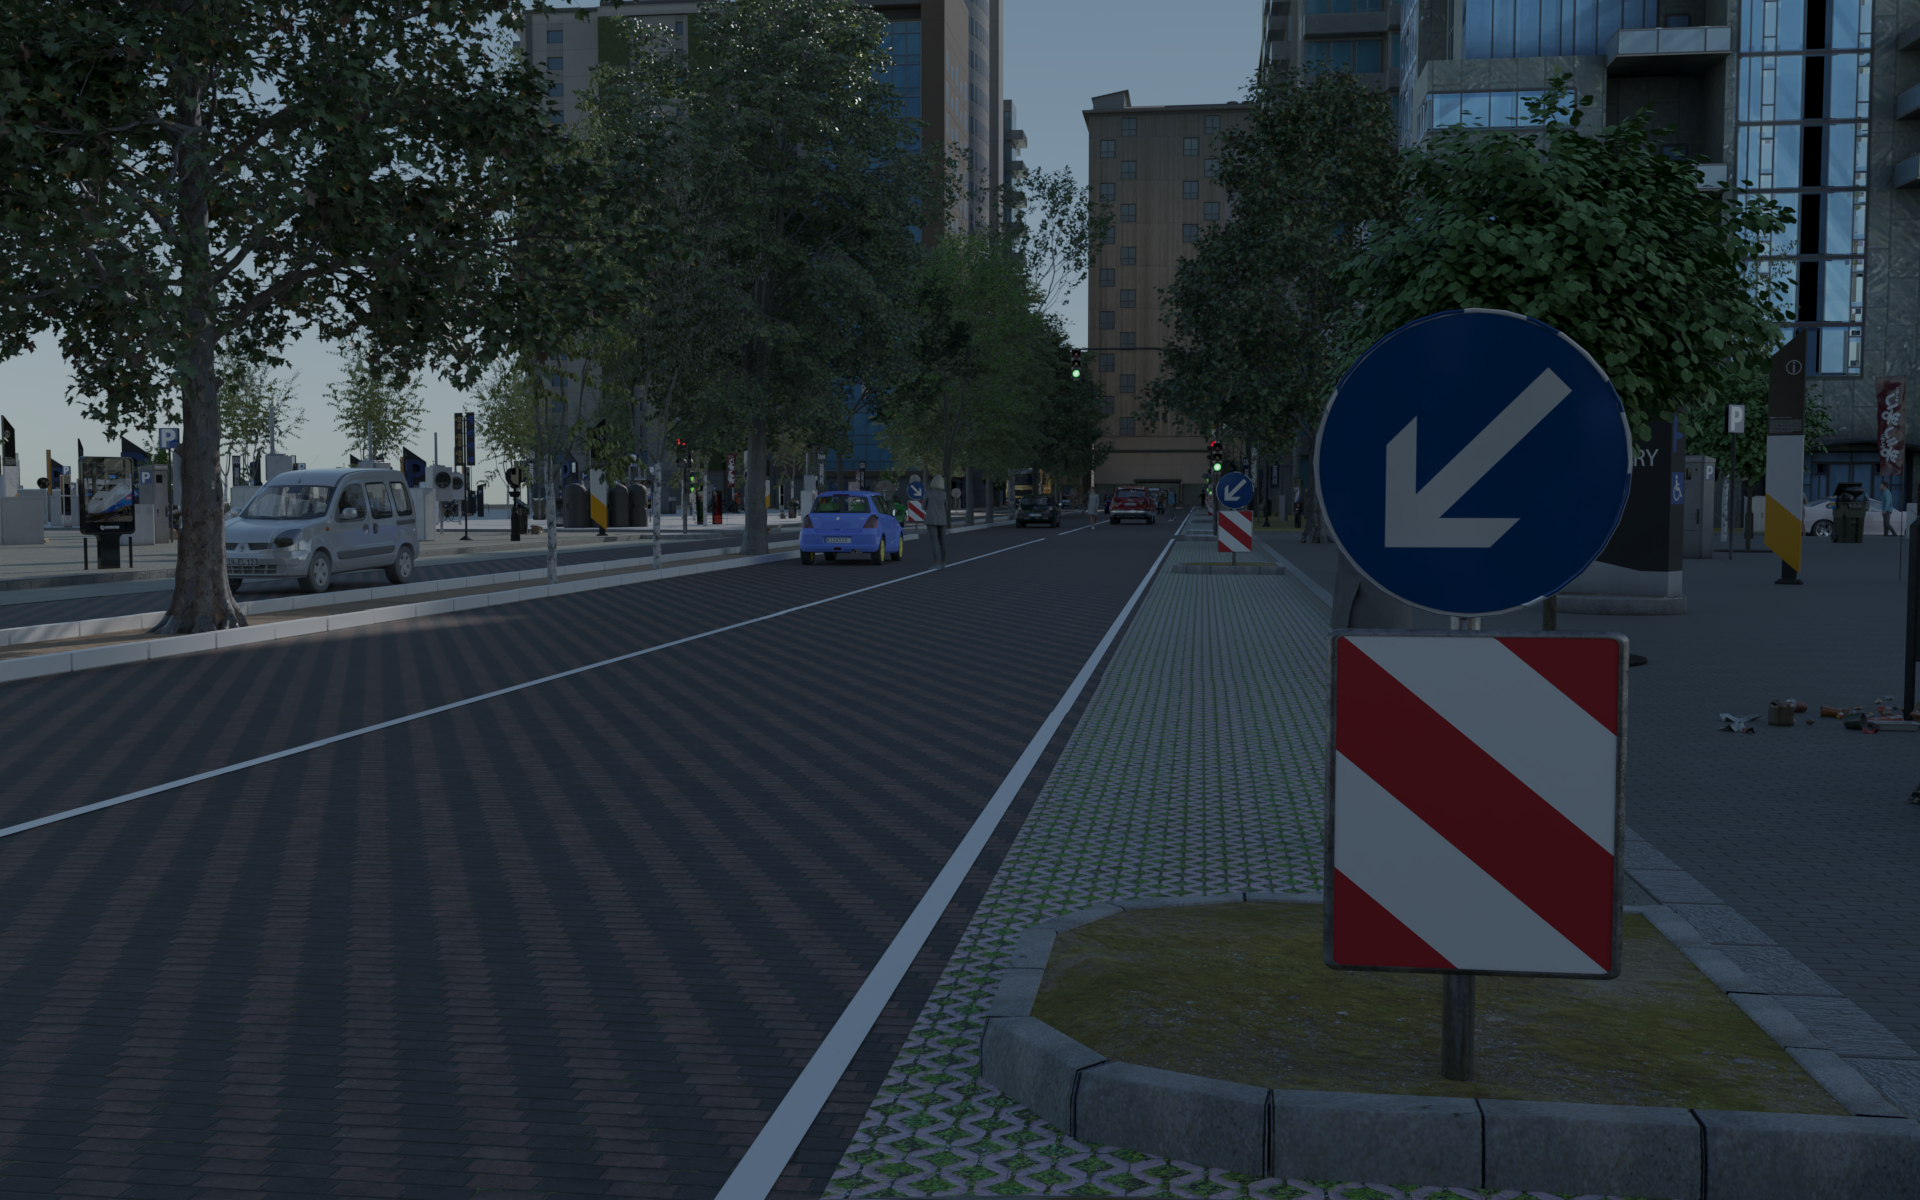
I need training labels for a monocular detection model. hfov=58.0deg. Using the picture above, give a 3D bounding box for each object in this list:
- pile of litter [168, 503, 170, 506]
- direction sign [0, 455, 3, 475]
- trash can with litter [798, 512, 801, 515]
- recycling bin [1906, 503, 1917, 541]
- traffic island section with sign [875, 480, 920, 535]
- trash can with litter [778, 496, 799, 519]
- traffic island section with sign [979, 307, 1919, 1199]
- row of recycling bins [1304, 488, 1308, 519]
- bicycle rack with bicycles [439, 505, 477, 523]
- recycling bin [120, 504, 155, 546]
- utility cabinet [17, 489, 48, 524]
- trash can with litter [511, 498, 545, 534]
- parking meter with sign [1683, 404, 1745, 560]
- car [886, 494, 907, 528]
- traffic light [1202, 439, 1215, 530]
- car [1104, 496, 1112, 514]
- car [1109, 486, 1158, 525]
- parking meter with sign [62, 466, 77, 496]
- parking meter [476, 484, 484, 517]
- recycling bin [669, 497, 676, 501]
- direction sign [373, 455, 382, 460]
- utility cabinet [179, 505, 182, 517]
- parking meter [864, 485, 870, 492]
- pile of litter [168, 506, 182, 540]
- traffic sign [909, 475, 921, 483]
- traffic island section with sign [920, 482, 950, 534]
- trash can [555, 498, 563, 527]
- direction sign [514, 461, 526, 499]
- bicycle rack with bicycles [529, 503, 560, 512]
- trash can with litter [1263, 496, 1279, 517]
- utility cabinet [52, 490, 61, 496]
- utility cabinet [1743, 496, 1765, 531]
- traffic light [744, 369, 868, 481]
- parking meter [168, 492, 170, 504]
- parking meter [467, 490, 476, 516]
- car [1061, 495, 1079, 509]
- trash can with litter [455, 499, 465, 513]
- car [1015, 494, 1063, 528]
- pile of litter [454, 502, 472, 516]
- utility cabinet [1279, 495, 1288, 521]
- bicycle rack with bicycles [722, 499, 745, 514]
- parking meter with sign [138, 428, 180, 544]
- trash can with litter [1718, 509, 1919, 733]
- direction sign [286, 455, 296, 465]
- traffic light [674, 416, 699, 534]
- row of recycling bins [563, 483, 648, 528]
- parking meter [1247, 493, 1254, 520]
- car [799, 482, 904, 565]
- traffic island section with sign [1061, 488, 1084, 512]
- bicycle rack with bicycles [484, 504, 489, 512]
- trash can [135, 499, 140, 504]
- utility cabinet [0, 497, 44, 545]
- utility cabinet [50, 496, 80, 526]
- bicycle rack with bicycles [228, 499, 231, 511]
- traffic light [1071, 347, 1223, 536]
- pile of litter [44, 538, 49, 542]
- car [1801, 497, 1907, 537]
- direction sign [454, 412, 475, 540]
[{"bbox_3d":[-43.678,-4.968,95.189,1.719,0.858,1.176,-1,4,-15],"label":"pile of litter"},{"bbox_3d":[-55.586,-6.646,100.660,0.876,3.537,0.379,-1,4,-17],"label":"direction sign"},{"bbox_3d":[-8.856,-5.670,103.763,2.233,1.210,1.678,1,4,15],"label":"trash can with litter"},{"bbox_3d":[26.582,-2.146,47.641,0.722,1.027,0.722,-1,4,-16],"label":"recycling bin"},{"bbox_3d":[-2.507,-2.880,55.217,2.006,1.907,1.989,0,4,8],"label":"traffic island section with sign"},{"bbox_3d":[-8.990,-4.847,90.635,1.055,1.170,0.624,-1,4,-16],"label":"trash can with litter"},{"bbox_3d":[1.094,0.253,4.493,1.989,1.847,2.006,0,4,8],"label":"traffic island section with sign"},{"bbox_3d":[18.184,-4.895,87.140,1.069,1.692,3.534,0,4,-5],"label":"row of recycling bins"},{"bbox_3d":[-23.982,-4.008,78.916,2.925,0.926,2.852,1,4,13],"label":"bicycle rack with bicycles"},{"bbox_3d":[-20.619,-1.873,43.175,0.722,1.027,0.722,1,4,21],"label":"recycling bin"},{"bbox_3d":[-38.764,-3.890,72.273,1.173,1.500,0.318,-1,4,-22],"label":"utility cabinet"},{"bbox_3d":[-13.771,-2.682,55.236,1.055,1.170,0.624,0,4,6],"label":"trash can with litter"},{"bbox_3d":[14.639,-2.341,34.544,0.543,3.016,1.738,-2,4,-35],"label":"parking meter with sign"},{"bbox_3d":[-3.225,-3.597,67.603,1.959,1.807,4.718,0,4,8],"label":"car"},{"bbox_3d":[9.012,-4.428,61.317,0.839,4.253,0.868,0,4,8],"label":"traffic light"},{"bbox_3d":[11.463,-6.944,126.109,1.945,1.354,3.894,1,4,9],"label":"car"},{"bbox_3d":[8.315,-4.554,83.131,2.281,1.827,5.304,1,4,9],"label":"car"},{"bbox_3d":[-55.014,-6.831,107.944,0.543,3.016,1.738,1,4,15],"label":"parking meter with sign"},{"bbox_3d":[-27.042,-5.620,97.594,0.399,1.863,0.255,-1,4,-14],"label":"parking meter"},{"bbox_3d":[-23.622,-7.865,141.151,0.722,1.027,0.722,2,4,31],"label":"recycling bin"},{"bbox_3d":[-33.446,-6.573,99.472,0.379,3.537,0.876,2,4,32],"label":"direction sign"},{"bbox_3d":[-43.427,-5.282,97.524,1.020,1.237,0.306,-3,5,-41],"label":"utility cabinet"},{"bbox_3d":[-6.193,-6.703,115.297,0.399,1.863,0.255,-2,4,-27],"label":"parking meter"},{"bbox_3d":[-22.495,-2.151,49.133,1.719,0.858,1.176,3,5,42],"label":"pile of litter"},{"bbox_3d":[-2.941,-6.881,112.616,0.768,2.556,0.104,1,4,15],"label":"traffic sign"},{"bbox_3d":[-1.470,-3.328,62.551,2.006,1.907,1.989,0,4,8],"label":"traffic island section with sign"},{"bbox_3d":[-15.664,-3.419,67.557,0.748,1.137,0.748,0,3,0],"label":"trash can"},{"bbox_3d":[-29.954,-7.708,118.021,0.876,3.537,0.379,0,4,5],"label":"direction sign"},{"bbox_3d":[-29.386,-6.848,125.351,2.925,0.926,2.852,1,4,12],"label":"bicycle rack with bicycles"},{"bbox_3d":[17.763,-5.337,98.648,1.055,1.170,0.624,1,4,13],"label":"trash can with litter"},{"bbox_3d":[-45.009,-4.741,86.199,1.173,1.500,0.318,2,4,29],"label":"utility cabinet"},{"bbox_3d":[27.459,-2.973,59.771,1.020,1.237,0.306,-3,4,-36],"label":"utility cabinet"},{"bbox_3d":[-5.655,-5.426,63.383,4.771,5.953,1.251,0,4,8],"label":"traffic light"},{"bbox_3d":[-53.088,-6.746,116.007,0.399,1.863,0.255,3,5,42],"label":"parking meter"},{"bbox_3d":[-32.095,-6.468,114.155,0.372,1.533,0.369,0,3,0],"label":"parking meter"},{"bbox_3d":[10.852,-9.798,172.771,1.945,1.354,3.894,1,4,9],"label":"car"},{"bbox_3d":[-30.690,-5.862,107.227,0.624,1.170,1.055,2,4,34],"label":"trash can with litter"},{"bbox_3d":[3.355,-3.936,74.141,2.009,1.686,4.222,0,4,7],"label":"car"},{"bbox_3d":[-28.718,-5.252,99.838,1.176,0.858,1.719,-1,4,-20],"label":"pile of litter"},{"bbox_3d":[15.431,-4.366,82.544,0.306,1.237,1.020,1,4,19],"label":"utility cabinet"},{"bbox_3d":[-14.406,-6.181,114.443,2.925,0.926,2.852,-1,4,-20],"label":"bicycle rack with bicycles"},{"bbox_3d":[-20.876,-2.967,44.769,0.543,3.016,1.738,0,4,7],"label":"parking meter with sign"},{"bbox_3d":[5.174,0.078,9.776,2.233,1.210,1.678,-1,4,-12],"label":"trash can with litter"},{"bbox_3d":[-38.876,-6.636,100.497,0.379,3.537,0.876,2,4,35],"label":"direction sign"},{"bbox_3d":[-8.846,-4.086,55.729,0.839,4.253,0.868,0,4,8],"label":"traffic light"},{"bbox_3d":[-13.598,-3.646,66.719,3.534,1.692,1.069,-3,5,-43],"label":"row of recycling bins"},{"bbox_3d":[14.278,-4.857,85.123,0.255,1.863,0.399,0,4,-5],"label":"parking meter"},{"bbox_3d":[-2.219,-1.632,36.267,1.945,1.707,3.694,0,4,7],"label":"car"},{"bbox_3d":[8.939,-7.880,136.968,2.006,1.907,1.989,0,4,8],"label":"traffic island section with sign"},{"bbox_3d":[-34.085,-6.561,120.653,2.852,0.926,2.925,-2,4,-34],"label":"bicycle rack with bicycles"},{"bbox_3d":[-22.665,-2.200,47.630,0.748,1.137,0.748,0,3,0],"label":"trash can"},{"bbox_3d":[-23.841,-2.005,43.947,0.306,1.237,1.020,3,5,40],"label":"utility cabinet"},{"bbox_3d":[-35.556,-3.527,68.831,1.020,1.237,0.306,-1,4,-18],"label":"utility cabinet"},{"bbox_3d":[-54.306,-7.100,129.462,2.852,0.926,2.925,0,4,5],"label":"bicycle rack with bicycles"},{"bbox_3d":[5.821,-4.825,53.558,4.771,5.953,1.251,0,4,8],"label":"traffic light"},{"bbox_3d":[-24.994,-1.960,46.007,1.719,0.858,1.176,3,4,37],"label":"pile of litter"},{"bbox_3d":[28.320,-2.587,54.660,4.827,1.381,2.083,0,4,6],"label":"car"},{"bbox_3d":[-13.742,-3.432,48.112,0.876,3.537,0.379,3,4,38],"label":"direction sign"}]
